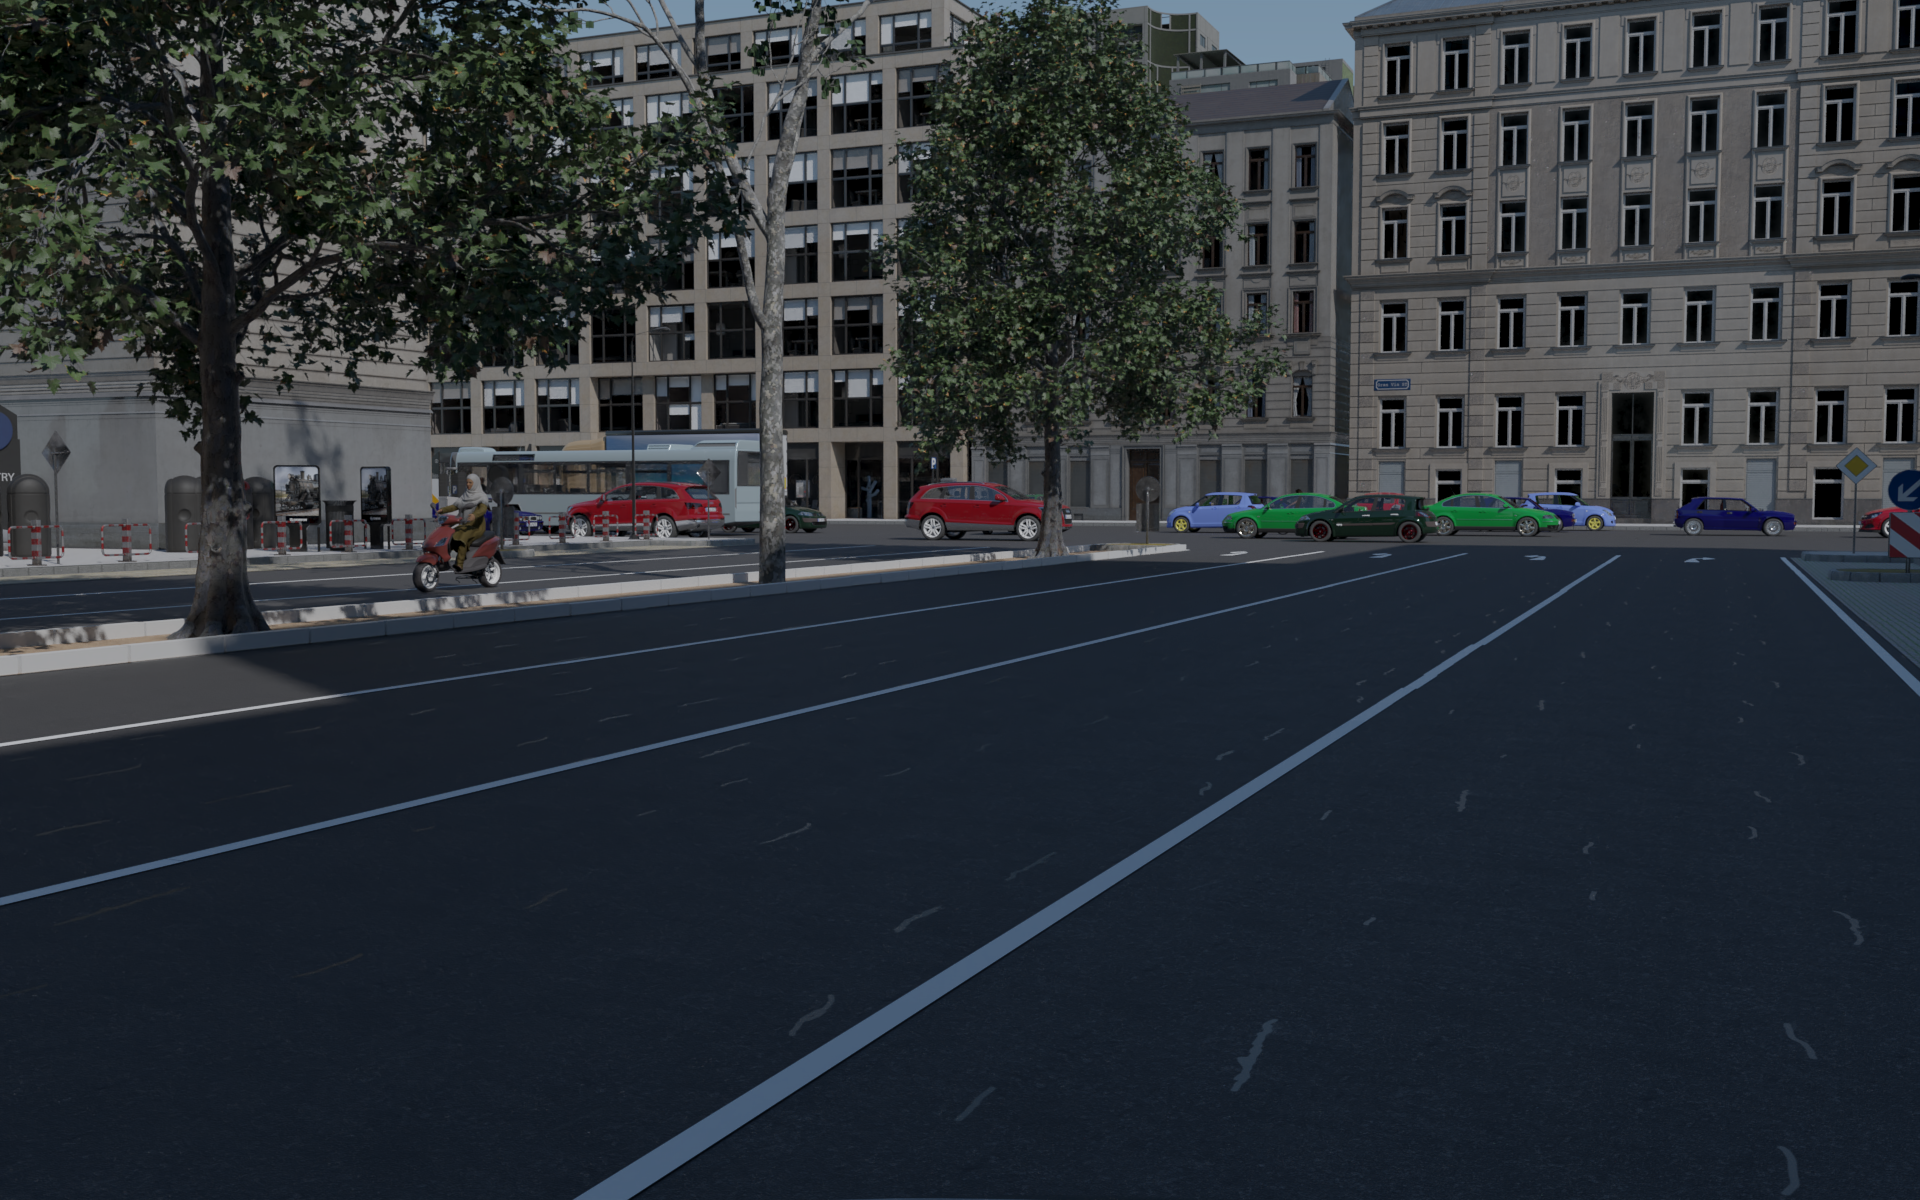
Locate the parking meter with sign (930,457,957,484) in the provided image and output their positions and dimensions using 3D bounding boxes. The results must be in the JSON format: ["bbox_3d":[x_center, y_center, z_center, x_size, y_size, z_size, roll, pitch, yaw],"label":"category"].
[{"bbox_3d":[-0.536,-5.244,82.005,1.738,3.016,0.543,2,4,24],"label":"parking meter with sign"}]

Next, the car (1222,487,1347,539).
[{"bbox_3d":[10.776,-2.865,55.636,4.718,1.807,1.959,2,4,24],"label":"car"}]

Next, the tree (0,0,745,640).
[{"bbox_3d":[-7.265,-5.962,16.938,9.611,12.733,9.660,0,3,0],"label":"tree"}]

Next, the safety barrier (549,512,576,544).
[{"bbox_3d":[-10.334,-1.880,45.005,0.300,0.817,1.120,2,4,23],"label":"safety barrier"}]

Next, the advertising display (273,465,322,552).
[{"bbox_3d":[-14.659,-2.026,38.332,0.974,1.923,0.123,-1,4,-12],"label":"advertising display"}]

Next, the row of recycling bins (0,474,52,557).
[{"bbox_3d":[-20.406,-1.728,35.365,3.534,1.692,1.069,0,4,-3],"label":"row of recycling bins"}]

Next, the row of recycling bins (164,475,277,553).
[{"bbox_3d":[-16.895,-1.985,39.561,1.069,1.692,3.534,1,4,11],"label":"row of recycling bins"}]

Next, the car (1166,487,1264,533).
[{"bbox_3d":[9.500,-3.336,64.136,3.694,1.707,1.945,2,4,25],"label":"car"}]

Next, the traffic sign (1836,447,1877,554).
[{"bbox_3d":[19.266,-2.057,37.277,0.795,2.450,0.064,2,4,23],"label":"traffic sign"}]

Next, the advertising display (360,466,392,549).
[{"bbox_3d":[-13.596,-2.148,40.336,0.974,1.923,0.123,2,4,33],"label":"advertising display"}]

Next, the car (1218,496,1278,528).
[{"bbox_3d":[12.265,-3.701,73.094,3.894,1.354,1.945,1,4,22],"label":"car"}]

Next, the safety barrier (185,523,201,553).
[{"bbox_3d":[-14.948,-1.233,34.431,0.300,0.817,1.120,2,4,23],"label":"safety barrier"}]

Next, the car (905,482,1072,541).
[{"bbox_3d":[0.900,-2.763,53.855,5.304,1.827,2.281,1,4,22],"label":"car"}]

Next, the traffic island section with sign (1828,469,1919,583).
[{"bbox_3d":[15.517,-1.225,28.655,1.989,1.847,2.006,2,4,23],"label":"traffic island section with sign"}]

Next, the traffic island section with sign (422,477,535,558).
[{"bbox_3d":[-10.820,-1.885,39.452,1.989,1.847,2.006,2,4,23],"label":"traffic island section with sign"}]

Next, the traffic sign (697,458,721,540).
[{"bbox_3d":[-7.077,-2.759,48.756,0.795,2.450,0.064,2,4,23],"label":"traffic sign"}]

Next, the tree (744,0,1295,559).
[{"bbox_3d":[2.049,-7.227,37.623,9.611,12.733,9.660,0,3,0],"label":"tree"}]

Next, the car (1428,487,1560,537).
[{"bbox_3d":[18.072,-3.089,59.303,4.718,1.807,1.959,2,4,24],"label":"car"}]

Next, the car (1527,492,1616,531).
[{"bbox_3d":[23.855,-3.581,68.134,3.694,1.707,1.945,1,4,23],"label":"car"}]

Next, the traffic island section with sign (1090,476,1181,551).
[{"bbox_3d":[4.585,-2.194,44.005,2.006,1.907,1.989,2,4,23],"label":"traffic island section with sign"}]

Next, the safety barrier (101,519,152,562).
[{"bbox_3d":[-15.717,-1.125,32.668,0.300,0.817,1.120,2,4,23],"label":"safety barrier"}]

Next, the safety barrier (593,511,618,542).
[{"bbox_3d":[-9.563,-1.987,46.765,0.300,0.817,1.120,2,4,23],"label":"safety barrier"}]

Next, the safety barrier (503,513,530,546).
[{"bbox_3d":[-11.098,-1.772,43.247,0.300,0.817,1.120,2,4,23],"label":"safety barrier"}]

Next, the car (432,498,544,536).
[{"bbox_3d":[-15.951,-2.778,58.007,3.894,1.354,1.945,1,4,22],"label":"car"}]

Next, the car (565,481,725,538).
[{"bbox_3d":[-9.843,-2.750,53.638,5.304,1.827,2.281,2,4,25],"label":"car"}]

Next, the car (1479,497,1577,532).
[{"bbox_3d":[21.380,-3.258,65.850,3.894,1.354,1.945,1,4,22],"label":"car"}]

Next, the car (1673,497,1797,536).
[{"bbox_3d":[26.750,-2.891,59.845,3.894,1.354,1.945,1,4,22],"label":"car"}]

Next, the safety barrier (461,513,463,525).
[{"bbox_3d":[-11.871,-1.664,41.484,0.300,0.817,1.120,2,4,23],"label":"safety barrier"}]

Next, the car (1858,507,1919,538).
[{"bbox_3d":[31.692,-2.885,56.205,4.494,1.783,2.155,1,4,23],"label":"car"}]

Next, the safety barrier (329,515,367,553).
[{"bbox_3d":[-13.403,-1.449,37.968,0.300,0.817,1.120,2,4,23],"label":"safety barrier"}]

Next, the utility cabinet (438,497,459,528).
[{"bbox_3d":[-12.865,-1.985,43.617,0.306,1.237,1.020,-2,4,-28],"label":"utility cabinet"}]

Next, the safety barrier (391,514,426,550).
[{"bbox_3d":[-12.639,-1.557,39.726,0.300,0.817,1.120,2,4,23],"label":"safety barrier"}]

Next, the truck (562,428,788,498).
[{"bbox_3d":[-13.150,-5.388,77.007,11.283,4.237,2.839,2,4,23],"label":"truck"}]

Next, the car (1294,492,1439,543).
[{"bbox_3d":[12.184,-2.579,51.951,4.222,1.686,2.009,1,4,22],"label":"car"}]

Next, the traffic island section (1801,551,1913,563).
[{"bbox_3d":[19.291,-0.921,37.344,2.009,0.180,2.903,2,4,23],"label":"traffic island section"}]

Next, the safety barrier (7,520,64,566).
[{"bbox_3d":[-16.484,-1.017,30.910,0.300,0.817,1.120,2,4,23],"label":"safety barrier"}]

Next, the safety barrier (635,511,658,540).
[{"bbox_3d":[-8.788,-2.096,48.542,0.300,0.817,1.120,2,4,23],"label":"safety barrier"}]

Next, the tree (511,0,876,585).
[{"bbox_3d":[-3.704,-10.357,27.691,12.611,20.169,13.585,0,3,0],"label":"tree"}]

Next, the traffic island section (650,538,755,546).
[{"bbox_3d":[-7.102,-1.624,48.828,2.009,0.180,2.903,2,4,23],"label":"traffic island section"}]

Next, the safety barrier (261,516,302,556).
[{"bbox_3d":[-14.174,-1.341,36.202,0.300,0.817,1.120,2,4,23],"label":"safety barrier"}]

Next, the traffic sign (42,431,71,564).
[{"bbox_3d":[-16.513,-1.863,31.651,0.795,2.450,0.064,2,4,26],"label":"traffic sign"}]

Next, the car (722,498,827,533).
[{"bbox_3d":[-7.018,-3.341,64.406,4.222,1.686,2.009,1,4,22],"label":"car"}]
